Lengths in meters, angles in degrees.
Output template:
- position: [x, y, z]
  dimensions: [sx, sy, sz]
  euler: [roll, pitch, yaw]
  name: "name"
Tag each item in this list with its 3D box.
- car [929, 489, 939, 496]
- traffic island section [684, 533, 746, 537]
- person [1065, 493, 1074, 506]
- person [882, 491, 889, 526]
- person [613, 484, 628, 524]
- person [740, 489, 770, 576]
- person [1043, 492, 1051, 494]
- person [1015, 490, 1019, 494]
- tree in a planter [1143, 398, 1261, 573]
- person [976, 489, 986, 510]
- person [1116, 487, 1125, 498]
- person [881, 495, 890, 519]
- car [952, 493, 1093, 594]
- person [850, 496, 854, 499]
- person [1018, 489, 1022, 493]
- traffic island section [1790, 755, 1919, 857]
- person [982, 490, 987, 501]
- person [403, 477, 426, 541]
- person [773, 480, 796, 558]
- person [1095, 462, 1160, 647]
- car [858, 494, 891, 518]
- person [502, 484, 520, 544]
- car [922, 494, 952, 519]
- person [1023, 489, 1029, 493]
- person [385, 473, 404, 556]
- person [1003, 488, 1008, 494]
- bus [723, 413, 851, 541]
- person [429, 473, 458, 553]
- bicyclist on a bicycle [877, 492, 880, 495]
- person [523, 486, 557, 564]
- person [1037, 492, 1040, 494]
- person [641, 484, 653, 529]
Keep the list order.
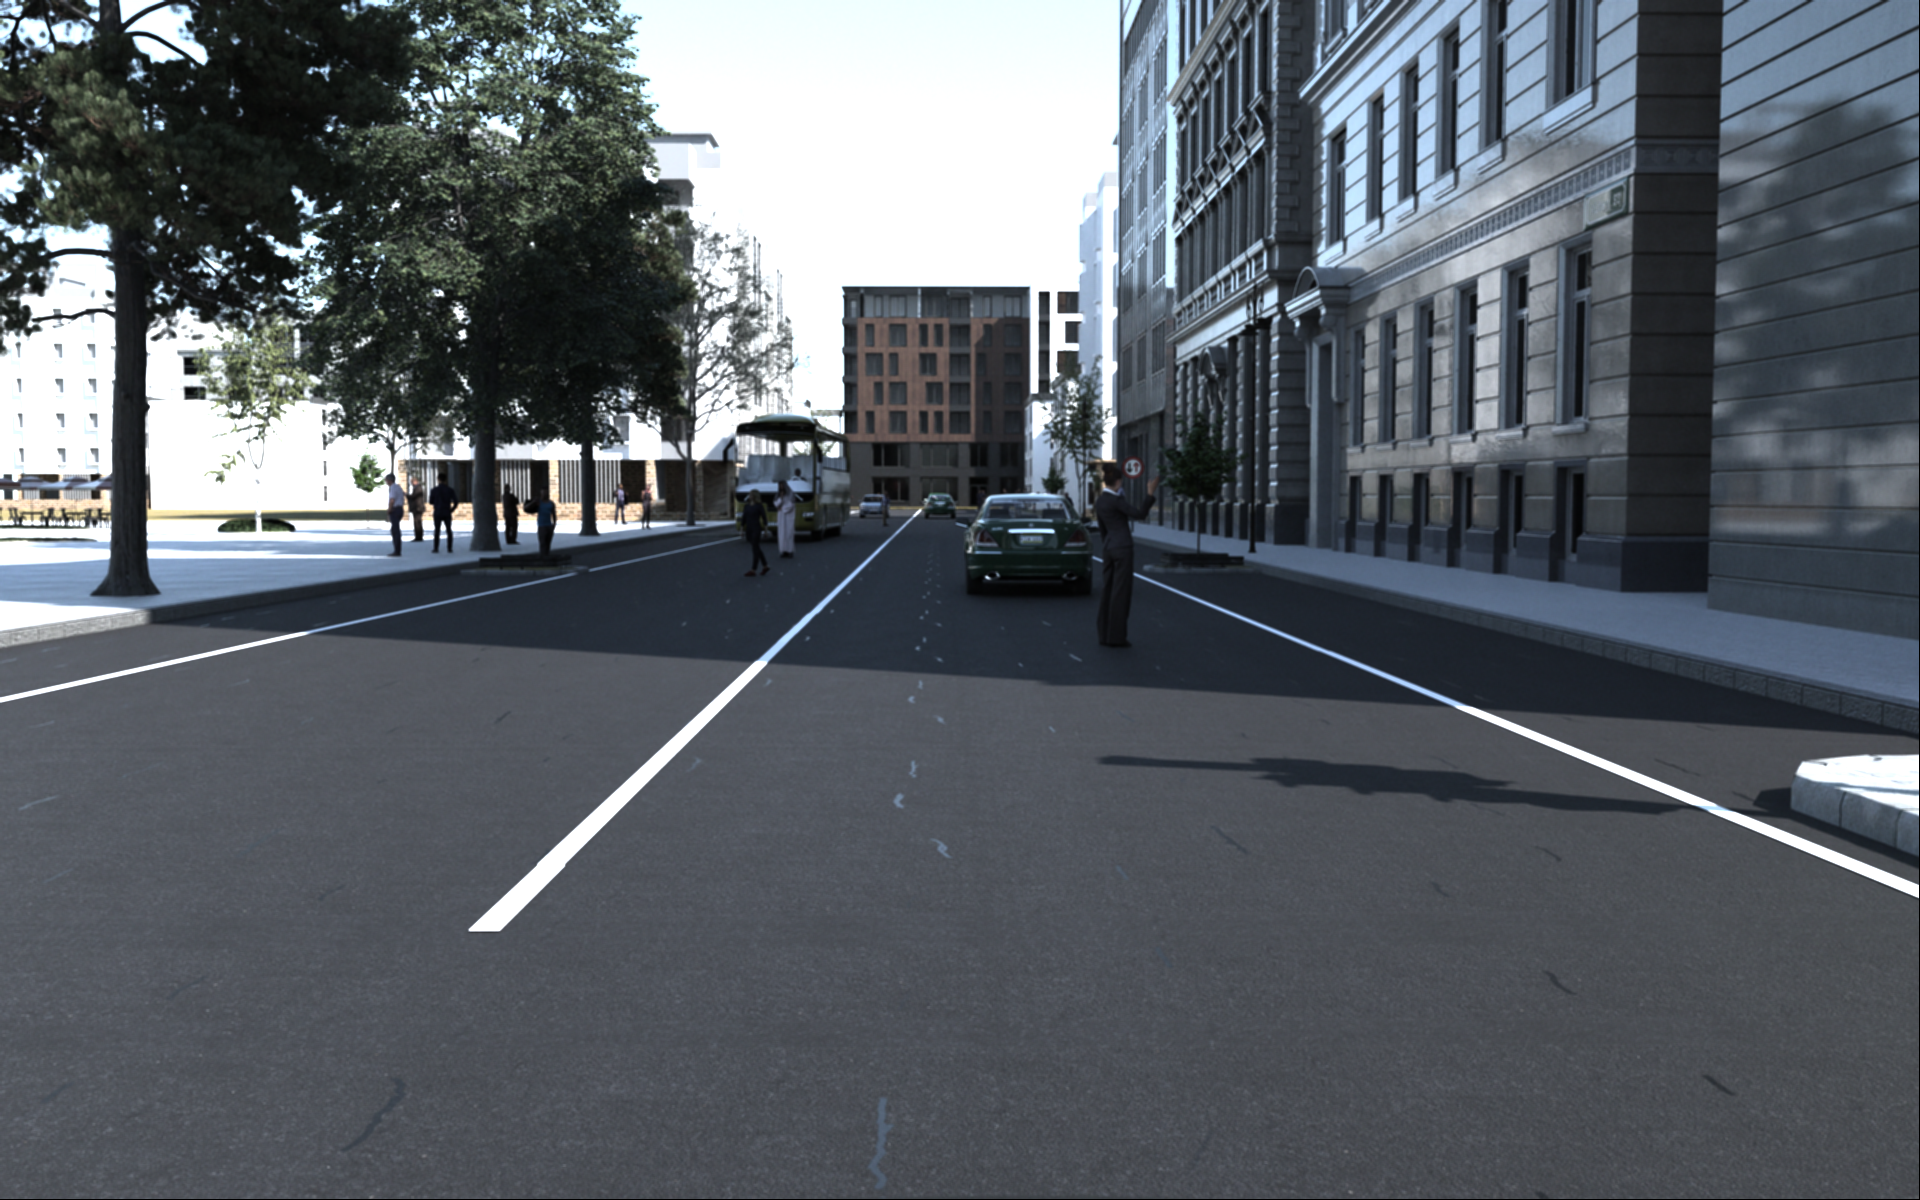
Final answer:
- position: [-1.490, -6.757, 119.274]
  dimensions: [1.959, 1.807, 4.718]
  euler: [0, 4, -1]
  name: "car"
- position: [-8.210, -2.190, 58.679]
  dimensions: [1.991, 0.108, 1.994]
  euler: [0, 4, -1]
  name: "traffic island section"
- position: [4.246, -3.624, 70.442]
  dimensions: [0.574, 1.496, 0.600]
  euler: [3, 5, 40]
  name: "person"
- position: [-3.334, -4.123, 77.973]
  dimensions: [0.319, 1.574, 0.516]
  euler: [1, 4, 10]
  name: "person"
- position: [-14.406, -4.079, 73.556]
  dimensions: [0.655, 1.722, 0.431]
  euler: [-2, 4, -30]
  name: "person"
- position: [-3.583, -1.188, 30.460]
  dimensions: [0.480, 1.512, 0.613]
  euler: [1, 4, 14]
  name: "person"
- position: [5.579, -6.497, 112.135]
  dimensions: [0.599, 1.838, 0.709]
  euler: [0, 4, -5]
  name: "person"
- position: [2.271, -3.552, 68.632]
  dimensions: [0.319, 1.574, 0.516]
  euler: [-2, 4, -25]
  name: "person"
- position: [4.456, -2.141, 32.220]
  dimensions: [1.991, 3.239, 1.994]
  euler: [0, 4, -1]
  name: "tree in a planter"
- position: [1.389, -6.117, 108.966]
  dimensions: [0.568, 1.767, 0.683]
  euler: [3, 5, 41]
  name: "person"
- position: [6.708, -4.182, 74.287]
  dimensions: [0.709, 1.838, 0.599]
  euler: [2, 4, 28]
  name: "person"
- position: [-4.321, -5.454, 100.911]
  dimensions: [0.421, 1.427, 0.697]
  euler: [-2, 4, -27]
  name: "person"
- position: [0.985, -0.884, 26.251]
  dimensions: [2.131, 1.459, 4.920]
  euler: [0, 3, 0]
  name: "car"
- position: [-6.824, -5.839, 104.497]
  dimensions: [0.750, 1.759, 0.617]
  euler: [-1, 4, -22]
  name: "person"
- position: [5.476, -9.361, 159.646]
  dimensions: [0.990, 1.755, 0.434]
  euler: [1, 4, 10]
  name: "person"
- position: [4.792, 0.932, 7.036]
  dimensions: [2.009, 0.180, 2.903]
  euler: [0, 4, -1]
  name: "traffic island section"
- position: [2.072, -8.626, 150.087]
  dimensions: [0.990, 1.755, 0.434]
  euler: [-1, 4, -11]
  name: "person"
- position: [-14.833, -2.468, 47.078]
  dimensions: [0.600, 1.739, 0.565]
  euler: [-3, 5, -43]
  name: "person"
- position: [-3.956, -1.831, 39.111]
  dimensions: [0.551, 1.740, 0.621]
  euler: [0, 4, 5]
  name: "person"
- position: [1.586, -0.426, 16.268]
  dimensions: [0.742, 1.727, 0.445]
  euler: [2, 4, 31]
  name: "person"
- position: [-5.172, -5.706, 105.296]
  dimensions: [2.014, 1.417, 4.499]
  euler: [0, 4, -1]
  name: "car"
- position: [-11.508, -2.204, 44.348]
  dimensions: [0.482, 1.546, 0.388]
  euler: [3, 5, 41]
  name: "person"
- position: [-1.182, -5.535, 102.301]
  dimensions: [2.131, 1.459, 4.920]
  euler: [0, 4, -1]
  name: "car"
- position: [5.160, -7.921, 136.356]
  dimensions: [0.445, 1.727, 0.742]
  euler: [2, 4, 25]
  name: "person"
- position: [-11.671, -1.752, 35.628]
  dimensions: [0.436, 1.711, 0.756]
  euler: [0, 4, 7]
  name: "person"
- position: [2.126, -4.286, 79.499]
  dimensions: [0.530, 1.710, 0.541]
  euler: [2, 4, 30]
  name: "person"
- position: [-5.333, -3.970, 56.462]
  dimensions: [2.896, 3.916, 12.252]
  euler: [0, 4, 1]
  name: "bus"
- position: [-11.366, -1.914, 38.041]
  dimensions: [0.576, 1.737, 0.504]
  euler: [-2, 4, -35]
  name: "person"
- position: [-7.376, -8.976, 156.781]
  dimensions: [1.499, 1.676, 1.625]
  euler: [0, 4, -2]
  name: "bicyclist on a bicycle"
- position: [-8.234, -1.452, 34.114]
  dimensions: [0.647, 1.594, 0.662]
  euler: [-3, 5, -43]
  name: "person"
- position: [5.230, -6.751, 119.658]
  dimensions: [0.697, 1.427, 0.421]
  euler: [-3, 5, -44]
  name: "person"
- position: [-11.450, -3.418, 63.403]
  dimensions: [0.415, 1.643, 0.593]
  euler: [0, 4, 3]
  name: "person"
